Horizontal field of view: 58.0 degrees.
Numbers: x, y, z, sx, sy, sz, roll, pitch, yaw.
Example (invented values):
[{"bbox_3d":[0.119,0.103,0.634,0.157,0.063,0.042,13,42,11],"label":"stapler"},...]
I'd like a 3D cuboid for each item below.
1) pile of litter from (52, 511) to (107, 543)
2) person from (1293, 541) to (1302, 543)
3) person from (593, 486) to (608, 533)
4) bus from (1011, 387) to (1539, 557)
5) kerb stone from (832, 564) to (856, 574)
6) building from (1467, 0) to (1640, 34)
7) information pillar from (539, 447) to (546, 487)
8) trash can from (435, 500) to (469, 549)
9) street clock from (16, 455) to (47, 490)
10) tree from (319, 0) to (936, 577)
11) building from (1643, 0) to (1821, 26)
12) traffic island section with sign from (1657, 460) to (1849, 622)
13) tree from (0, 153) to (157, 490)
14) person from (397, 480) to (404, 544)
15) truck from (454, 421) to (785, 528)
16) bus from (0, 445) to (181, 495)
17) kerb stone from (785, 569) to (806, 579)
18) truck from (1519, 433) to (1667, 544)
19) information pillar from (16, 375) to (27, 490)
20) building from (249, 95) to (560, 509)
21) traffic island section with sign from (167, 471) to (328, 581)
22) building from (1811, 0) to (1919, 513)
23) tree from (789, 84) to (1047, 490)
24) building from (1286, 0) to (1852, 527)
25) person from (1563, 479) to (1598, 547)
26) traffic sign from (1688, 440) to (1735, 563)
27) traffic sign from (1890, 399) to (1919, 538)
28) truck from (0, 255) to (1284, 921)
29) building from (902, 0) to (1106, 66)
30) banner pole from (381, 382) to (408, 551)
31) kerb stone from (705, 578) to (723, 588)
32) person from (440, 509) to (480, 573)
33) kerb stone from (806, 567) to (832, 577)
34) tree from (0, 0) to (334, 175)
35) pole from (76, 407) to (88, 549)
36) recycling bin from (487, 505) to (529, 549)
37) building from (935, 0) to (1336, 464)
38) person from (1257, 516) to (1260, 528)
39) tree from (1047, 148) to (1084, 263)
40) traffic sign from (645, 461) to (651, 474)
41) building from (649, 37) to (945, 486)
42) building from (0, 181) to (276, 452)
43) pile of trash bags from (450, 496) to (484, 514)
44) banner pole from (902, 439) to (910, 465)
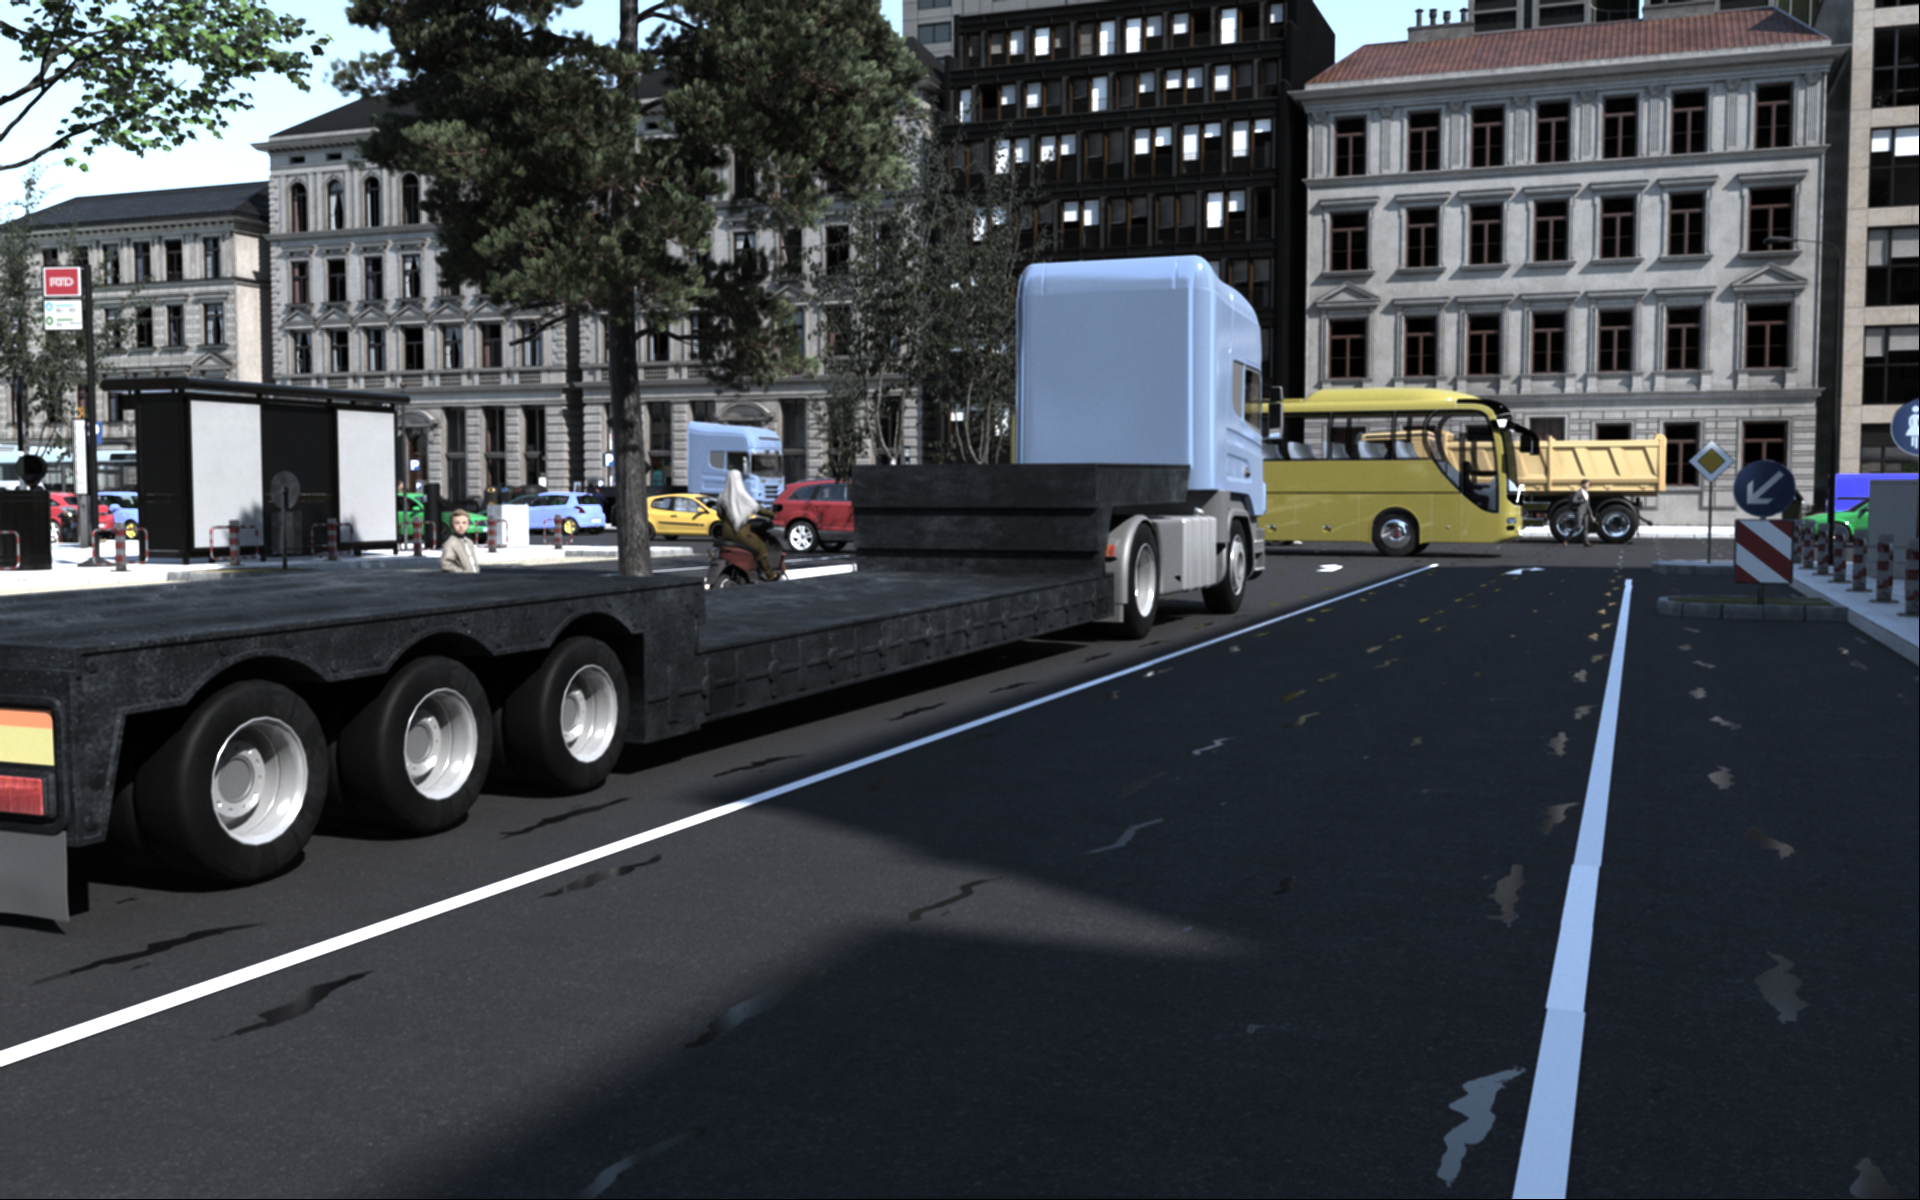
[{"bbox_3d":[-23.335,-1.943,45.729,1.719,0.858,1.176,2,4,33],"label":"pile of litter"},{"bbox_3d":[9.553,-2.542,50.247,0.728,1.800,0.709,0,4,4],"label":"person"},{"bbox_3d":[-13.220,-3.305,63.243,0.504,1.737,0.576,3,5,41],"label":"person"},{"bbox_3d":[7.346,-3.059,41.559,12.252,3.916,2.896,1,4,22],"label":"bus"},{"bbox_3d":[-2.143,-0.528,30.833,0.120,0.150,1.000,1,4,21],"label":"kerb stone"},{"bbox_3d":[78.017,-48.359,228.914,20.611,71.187,20.563,1,4,21],"label":"building"},{"bbox_3d":[-20.833,-5.815,86.424,0.183,3.616,0.504,1,4,20],"label":"information pillar"},{"bbox_3d":[-11.424,-1.673,39.008,0.748,1.137,0.748,0,3,0],"label":"trash can"},{"bbox_3d":[-17.064,-1.670,31.880,0.471,2.002,0.358,-1,4,-9],"label":"street clock"},{"bbox_3d":[-4.404,-6.909,22.843,7.806,13.903,7.818,0,3,0],"label":"tree"},{"bbox_3d":[97.867,-47.911,221.601,20.611,71.187,20.563,1,4,21],"label":"building"},{"bbox_3d":[9.426,-0.738,20.688,1.989,1.847,2.006,1,4,21],"label":"traffic island section with sign"},{"bbox_3d":[-19.850,-5.308,37.153,4.360,8.622,3.978,0,3,0],"label":"tree"},{"bbox_3d":[-16.110,-2.533,49.828,0.656,1.842,0.836,-1,4,-14],"label":"person"},{"bbox_3d":[-14.993,-4.722,66.966,18.799,4.110,2.967,1,4,21],"label":"truck"},{"bbox_3d":[-31.279,-4.188,63.341,13.247,3.499,2.948,1,4,23],"label":"bus"},{"bbox_3d":[-2.890,-0.411,28.911,0.120,0.150,1.000,1,4,21],"label":"kerb stone"},{"bbox_3d":[15.866,-3.429,51.991,9.791,3.379,3.469,1,4,21],"label":"truck"},{"bbox_3d":[-18.308,-2.598,33.825,0.183,3.616,0.504,-1,4,-23],"label":"information pillar"},{"bbox_3d":[-26.934,-16.281,95.066,19.941,23.489,11.050,1,4,21],"label":"building"},{"bbox_3d":[-11.740,-1.243,28.950,1.989,1.847,2.006,1,4,21],"label":"traffic island section with sign"},{"bbox_3d":[52.974,-16.134,68.314,34.151,26.468,19.350,1,4,21],"label":"building"},{"bbox_3d":[-1.121,-4.734,30.222,4.360,8.622,3.978,0,3,0],"label":"tree"},{"bbox_3d":[25.627,-14.573,74.430,21.152,22.565,11.583,1,4,21],"label":"building"},{"bbox_3d":[16.937,-2.372,47.240,0.622,1.834,0.822,-3,5,-44],"label":"person"},{"bbox_3d":[13.850,-1.733,31.978,0.795,2.450,0.064,1,4,21],"label":"traffic sign"},{"bbox_3d":[12.815,-1.406,23.093,0.768,2.556,0.104,2,4,30],"label":"traffic sign"},{"bbox_3d":[-0.443,-1.517,14.557,2.967,4.110,18.799,1,4,22],"label":"truck"},{"bbox_3d":[8.617,-43.152,143.792,20.563,71.187,20.611,1,4,21],"label":"building"},{"bbox_3d":[-12.577,-2.974,38.636,0.401,3.779,0.863,2,4,31],"label":"banner pole"},{"bbox_3d":[-3.644,-0.291,27.003,0.120,0.150,1.000,1,4,21],"label":"kerb stone"},{"bbox_3d":[-4.311,-0.134,14.958,0.640,1.303,0.475,0,4,3],"label":"person"},{"bbox_3d":[-2.516,-0.470,29.877,0.120,0.150,1.000,1,4,21],"label":"kerb stone"},{"bbox_3d":[-8.171,-5.134,12.156,9.928,11.665,9.643,0,3,0],"label":"tree"},{"bbox_3d":[-20.660,-2.869,40.754,0.158,3.312,0.155,0,3,0],"label":"pole"},{"bbox_3d":[-10.693,-1.738,40.976,0.722,1.027,0.722,3,5,43],"label":"recycling bin"},{"bbox_3d":[8.482,-15.391,81.326,15.834,23.373,12.332,1,4,21],"label":"building"},{"bbox_3d":[5.093,-1.285,31.219,0.444,1.614,0.593,-3,5,-41],"label":"person"},{"bbox_3d":[0.429,-4.997,34.515,4.360,8.622,3.978,0,3,0],"label":"tree"},{"bbox_3d":[-7.544,-2.248,40.390,0.795,2.450,0.064,1,4,21],"label":"traffic sign"},{"bbox_3d":[-8.557,-15.807,87.324,19.941,23.489,11.050,1,4,21],"label":"building"},{"bbox_3d":[-46.004,-14.504,101.762,19.286,19.102,10.561,1,4,21],"label":"building"},{"bbox_3d":[-25.034,-4.677,86.223,1.912,1.369,3.447,3,5,44],"label":"pile of trash bags"},{"bbox_3d":[-2.483,-5.450,79.120,0.401,3.779,0.863,2,4,28],"label":"banner pole"}]
